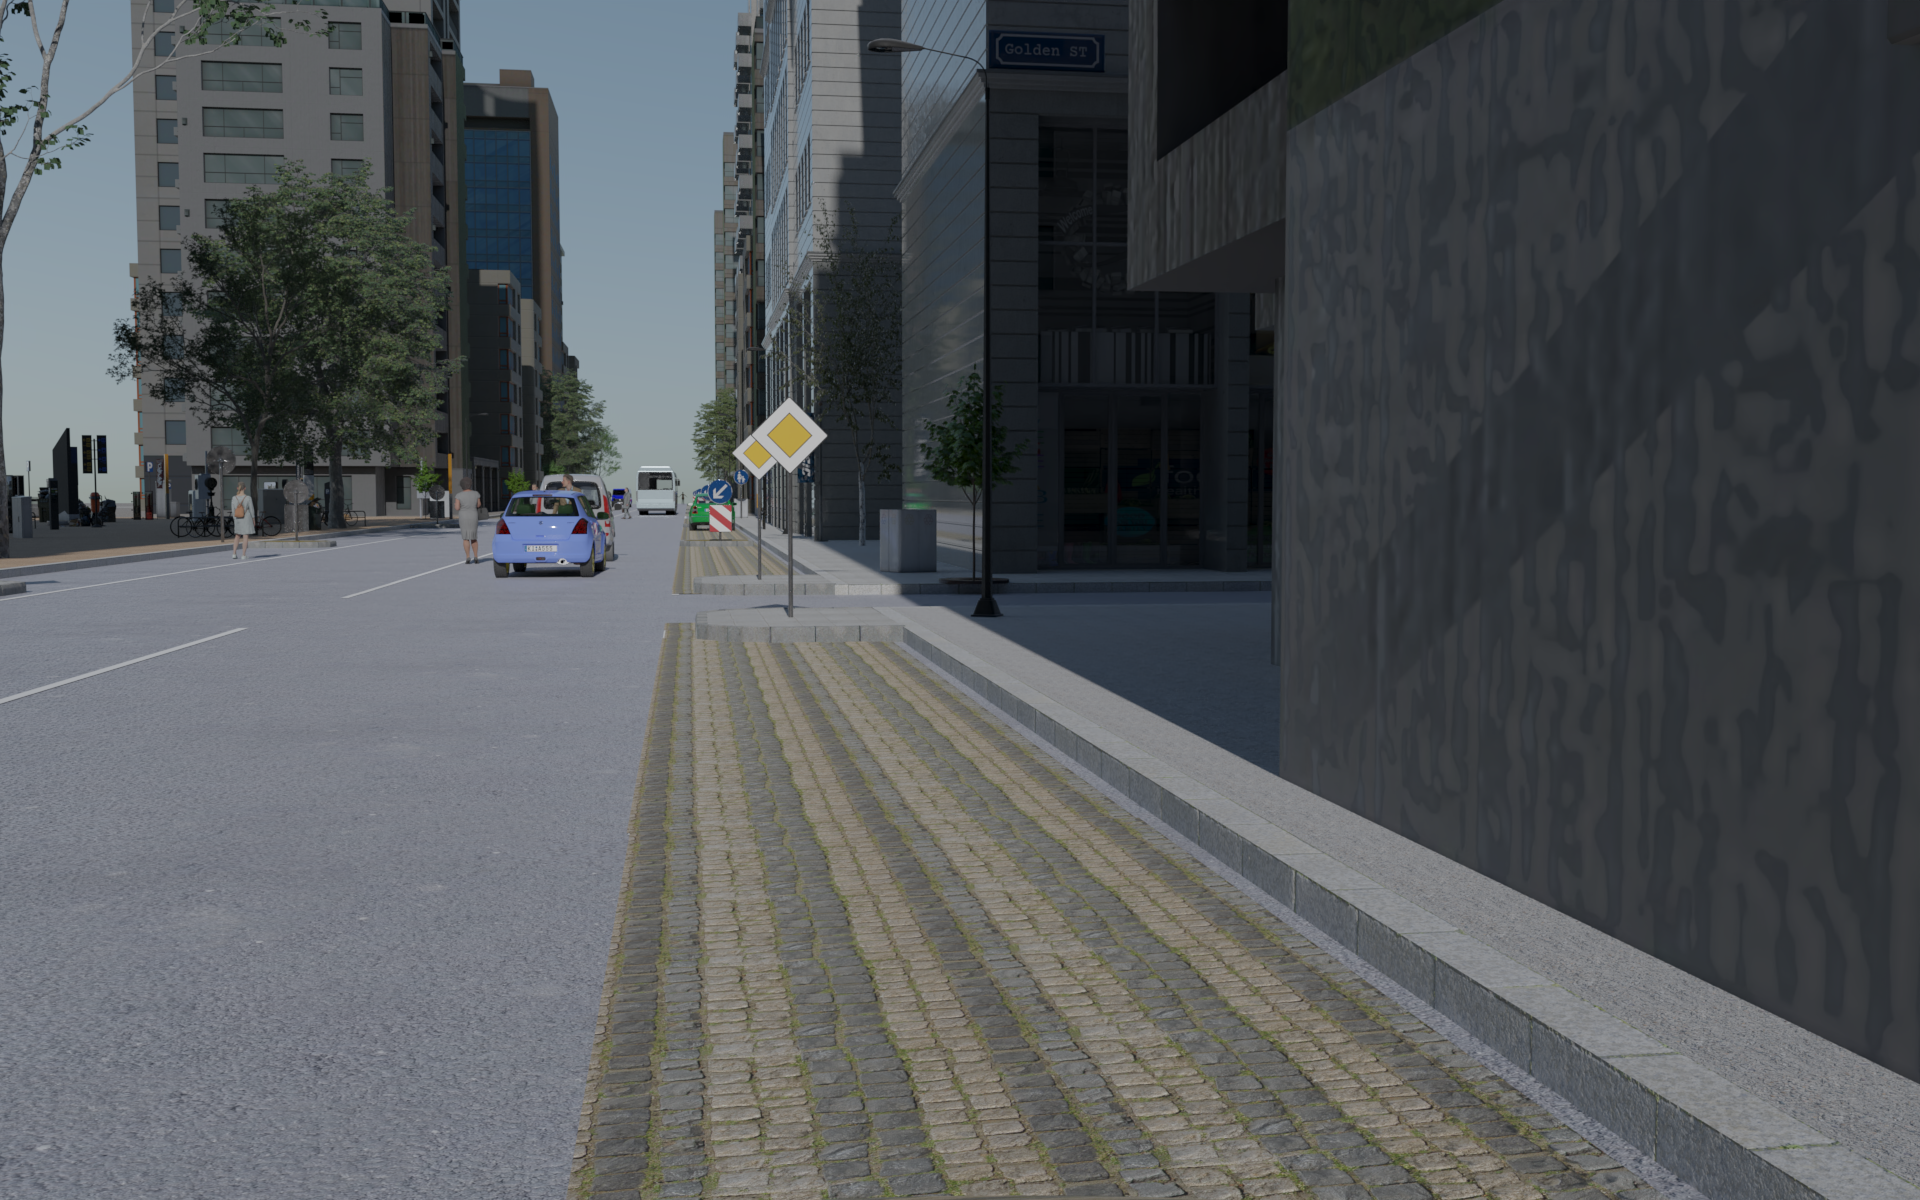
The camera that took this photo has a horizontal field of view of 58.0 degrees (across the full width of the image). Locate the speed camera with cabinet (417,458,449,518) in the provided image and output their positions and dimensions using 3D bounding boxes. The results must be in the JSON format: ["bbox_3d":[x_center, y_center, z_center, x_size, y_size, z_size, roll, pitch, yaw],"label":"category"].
[{"bbox_3d":[-28.597,-6.097,94.018,2.038,3.252,0.660,2,4,34],"label":"speed camera with cabinet"}]

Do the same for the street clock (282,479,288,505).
[{"bbox_3d":[-32.852,-4.880,84.365,0.358,2.002,0.471,-1,4,-10],"label":"street clock"}]

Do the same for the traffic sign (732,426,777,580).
[{"bbox_3d":[-2.999,-1.358,25.848,0.795,2.450,0.064,-1,4,-9],"label":"traffic sign"}]

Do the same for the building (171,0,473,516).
[{"bbox_3d":[-37.584,-20.321,103.948,14.160,30.474,14.107,-1,4,-9],"label":"building"}]

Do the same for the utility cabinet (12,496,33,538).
[{"bbox_3d":[-27.451,-2.417,50.686,0.306,1.237,1.020,-3,5,-42],"label":"utility cabinet"}]

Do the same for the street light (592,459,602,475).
[{"bbox_3d":[-47.677,-15.590,227.429,1.470,5.913,1.316,-1,4,-9],"label":"street light"}]

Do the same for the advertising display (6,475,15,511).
[{"bbox_3d":[-32.223,-3.242,58.225,0.974,1.923,0.123,1,4,10],"label":"advertising display"}]

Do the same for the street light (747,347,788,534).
[{"bbox_3d":[-6.044,-5.041,54.963,1.470,5.913,1.316,-1,4,-9],"label":"street light"}]

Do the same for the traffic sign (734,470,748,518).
[{"bbox_3d":[-11.498,-5.565,91.088,0.768,2.556,0.104,0,4,-1],"label":"traffic sign"}]

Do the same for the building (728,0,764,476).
[{"bbox_3d":[-9.525,-33.105,160.875,23.786,49.044,30.456,-1,4,-9],"label":"building"}]

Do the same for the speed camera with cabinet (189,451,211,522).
[{"bbox_3d":[-35.082,-5.232,79.880,0.660,3.252,2.038,-2,4,-35],"label":"speed camera with cabinet"}]

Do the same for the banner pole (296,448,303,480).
[{"bbox_3d":[-33.764,-6.029,88.591,0.401,3.779,0.863,0,4,7],"label":"banner pole"}]

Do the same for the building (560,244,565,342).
[{"bbox_3d":[-66.589,-33.147,233.828,32.217,40.220,23.993,-1,4,-9],"label":"building"}]

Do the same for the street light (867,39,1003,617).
[{"bbox_3d":[-0.252,-2.776,17.928,1.470,5.913,1.316,-1,4,-9],"label":"street light"}]

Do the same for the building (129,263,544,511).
[{"bbox_3d":[-50.600,-18.417,146.157,27.650,21.520,28.899,-1,4,-9],"label":"building"}]

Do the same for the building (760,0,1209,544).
[{"bbox_3d":[-1.002,-17.433,62.519,11.434,29.767,29.804,-1,4,-9],"label":"building"}]

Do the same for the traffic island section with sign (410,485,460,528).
[{"bbox_3d":[-22.156,-3.962,73.408,1.989,1.847,2.006,-1,4,-9],"label":"traffic island section with sign"}]

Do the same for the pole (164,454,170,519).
[{"bbox_3d":[-40.436,-5.777,88.294,0.158,3.312,0.155,0,3,0],"label":"pole"}]

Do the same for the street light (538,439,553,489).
[{"bbox_3d":[-34.787,-10.568,145.328,1.470,5.913,1.316,-1,4,-9],"label":"street light"}]

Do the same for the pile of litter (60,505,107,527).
[{"bbox_3d":[-34.744,-3.341,68.587,1.719,0.858,1.176,-2,4,-26],"label":"pile of litter"}]

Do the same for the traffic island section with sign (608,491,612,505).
[{"bbox_3d":[-46.855,-13.613,231.195,1.989,1.847,2.006,-1,4,-9],"label":"traffic island section with sign"}]

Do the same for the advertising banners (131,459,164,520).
[{"bbox_3d":[-40.164,-5.474,85.681,2.074,3.025,0.090,1,4,18],"label":"advertising banners"}]

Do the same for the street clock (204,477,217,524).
[{"bbox_3d":[-32.515,-4.321,75.220,0.358,2.002,0.471,2,4,35],"label":"street clock"}]

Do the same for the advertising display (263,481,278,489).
[{"bbox_3d":[-35.187,-5.090,88.438,0.974,1.923,0.123,2,4,30],"label":"advertising display"}]

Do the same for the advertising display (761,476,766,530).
[{"bbox_3d":[-7.150,-3.540,63.089,0.123,1.923,0.974,-1,4,-10],"label":"advertising display"}]

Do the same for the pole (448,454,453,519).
[{"bbox_3d":[-25.961,-5.775,88.257,0.158,3.312,0.155,0,3,0],"label":"pole"}]

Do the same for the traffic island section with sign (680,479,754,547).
[{"bbox_3d":[-6.744,-2.398,47.843,1.989,1.847,2.006,-1,4,-9],"label":"traffic island section with sign"}]

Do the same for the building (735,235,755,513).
[{"bbox_3d":[-2.817,-17.573,132.360,27.650,21.520,28.899,-1,4,-9],"label":"building"}]

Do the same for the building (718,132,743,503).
[{"bbox_3d":[-20.143,-31.556,199.541,14.154,41.232,14.086,-1,4,-9],"label":"building"}]

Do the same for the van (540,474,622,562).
[{"bbox_3d":[-8.433,-1.895,37.992,2.013,2.044,4.112,-1,4,-11],"label":"van"}]

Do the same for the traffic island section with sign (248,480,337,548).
[{"bbox_3d":[-17.982,-2.333,46.777,1.989,1.847,2.006,-1,4,-9],"label":"traffic island section with sign"}]

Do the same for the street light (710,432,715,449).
[{"bbox_3d":[-17.758,-9.597,129.451,1.470,5.913,1.316,-1,4,-9],"label":"street light"}]

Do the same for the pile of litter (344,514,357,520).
[{"bbox_3d":[-30.500,-4.354,85.160,1.719,0.858,1.176,-1,4,-22],"label":"pile of litter"}]

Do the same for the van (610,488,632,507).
[{"bbox_3d":[-36.188,-11.061,185.225,2.240,2.365,5.245,0,4,-7],"label":"van"}]

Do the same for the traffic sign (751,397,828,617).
[{"bbox_3d":[-1.764,-0.876,17.959,0.795,2.450,0.064,-1,4,-9],"label":"traffic sign"}]

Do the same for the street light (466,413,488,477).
[{"bbox_3d":[-27.791,-7.768,99.553,1.470,5.913,1.316,-1,4,-9],"label":"street light"}]

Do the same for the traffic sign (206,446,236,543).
[{"bbox_3d":[-19.534,-2.795,45.808,0.768,2.556,0.104,0,4,-4],"label":"traffic sign"}]

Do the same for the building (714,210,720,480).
[{"bbox_3d":[-28.569,-34.764,251.981,14.154,41.232,14.086,-1,4,-9],"label":"building"}]

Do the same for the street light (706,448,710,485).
[{"bbox_3d":[-24.942,-12.385,175.030,1.470,5.913,1.316,-1,4,-9],"label":"street light"}]

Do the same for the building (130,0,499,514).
[{"bbox_3d":[-43.447,-41.690,119.880,20.563,71.187,20.611,-1,4,-9],"label":"building"}]

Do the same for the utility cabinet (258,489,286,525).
[{"bbox_3d":[-28.647,-3.883,72.165,0.318,1.500,1.173,2,4,27],"label":"utility cabinet"}]

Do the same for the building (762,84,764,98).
[{"bbox_3d":[-2.548,-18.113,89.654,14.314,27.812,24.014,-1,4,-9],"label":"building"}]

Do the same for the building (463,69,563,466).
[{"bbox_3d":[-50.583,-32.815,186.639,14.600,45.320,14.200,-1,4,-9],"label":"building"}]

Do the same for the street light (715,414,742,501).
[{"bbox_3d":[-13.238,-7.812,100.274,1.470,5.913,1.316,-1,4,-9],"label":"street light"}]

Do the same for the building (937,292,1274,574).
[{"bbox_3d":[14.124,-15.716,34.453,29.804,29.767,11.434,-1,4,-9],"label":"building"}]

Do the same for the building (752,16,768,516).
[{"bbox_3d":[-6.134,-20.682,109.846,14.160,30.474,14.107,-1,4,-9],"label":"building"}]

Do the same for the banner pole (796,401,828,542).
[{"bbox_3d":[-3.996,-3.472,46.784,0.863,3.779,0.401,0,4,-4],"label":"banner pole"}]

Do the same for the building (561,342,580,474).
[{"bbox_3d":[-60.772,-22.232,208.531,27.650,21.520,28.899,-1,4,-9],"label":"building"}]
